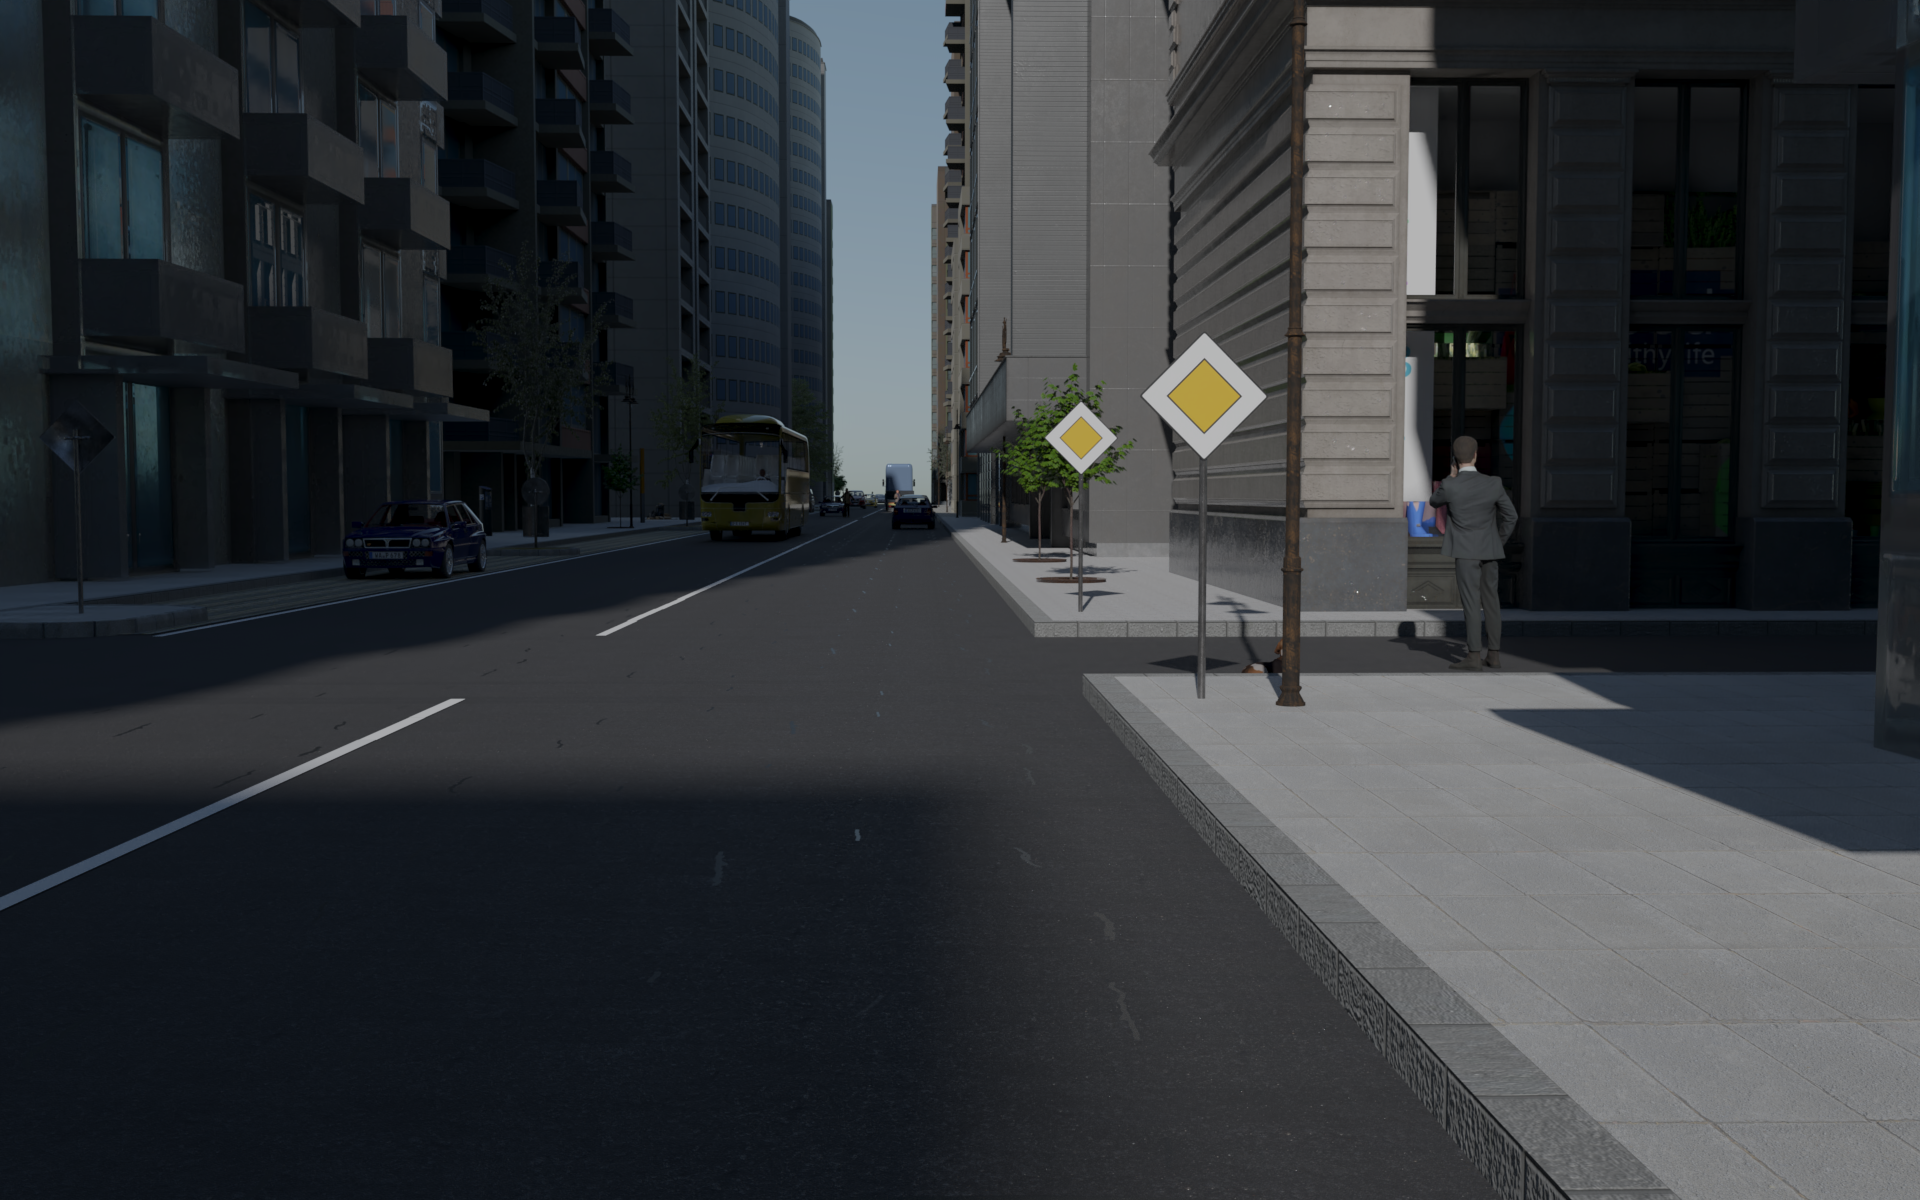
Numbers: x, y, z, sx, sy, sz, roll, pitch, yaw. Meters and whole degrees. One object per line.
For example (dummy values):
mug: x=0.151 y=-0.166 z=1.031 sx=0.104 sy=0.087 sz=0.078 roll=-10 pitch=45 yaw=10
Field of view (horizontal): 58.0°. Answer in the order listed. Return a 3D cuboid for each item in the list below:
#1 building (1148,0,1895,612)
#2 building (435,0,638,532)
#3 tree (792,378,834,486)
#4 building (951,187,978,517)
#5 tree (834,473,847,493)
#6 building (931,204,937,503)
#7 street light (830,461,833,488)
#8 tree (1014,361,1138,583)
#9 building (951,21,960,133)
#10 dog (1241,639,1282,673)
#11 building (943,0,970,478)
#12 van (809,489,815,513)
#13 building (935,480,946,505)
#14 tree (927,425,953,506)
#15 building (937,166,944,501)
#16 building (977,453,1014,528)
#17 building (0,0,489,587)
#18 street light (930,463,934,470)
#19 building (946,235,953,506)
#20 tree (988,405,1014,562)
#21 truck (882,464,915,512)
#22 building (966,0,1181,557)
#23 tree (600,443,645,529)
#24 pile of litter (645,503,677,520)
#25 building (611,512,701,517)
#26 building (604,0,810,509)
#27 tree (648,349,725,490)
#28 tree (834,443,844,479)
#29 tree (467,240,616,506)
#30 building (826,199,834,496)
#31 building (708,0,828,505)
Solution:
building: x=12.785 y=-11.883 z=23.163 sx=19.941 sy=23.489 sz=11.050 roll=0 pitch=4 yaw=-1
building: x=-25.378 y=-25.364 z=69.326 sx=22.147 sy=44.769 sz=28.867 roll=0 pitch=4 yaw=-1
tree: x=-16.250 y=-15.399 z=169.904 sx=7.486 sy=12.596 sz=7.792 roll=0 pitch=3 yaw=0
building: x=13.558 y=-16.352 z=112.391 sx=27.650 sy=21.520 sz=28.899 roll=0 pitch=4 yaw=-1
tree: x=-17.896 y=-16.347 z=250.985 sx=4.285 sy=4.588 sz=4.351 roll=0 pitch=3 yaw=0
building: x=2.916 y=-34.400 z=246.028 sx=14.154 sy=41.232 sz=14.086 roll=0 pitch=4 yaw=-1
street light: x=-16.834 y=-15.572 z=227.387 sx=0.468 sy=5.910 sz=1.993 roll=0 pitch=4 yaw=-1
tree: x=1.763 y=-1.876 z=25.267 sx=1.663 sy=3.219 sz=1.824 roll=0 pitch=3 yaw=0
building: x=6.191 y=-31.344 z=162.581 sx=14.600 sy=45.320 sz=14.200 roll=0 pitch=4 yaw=-1
dog: x=2.295 y=0.436 z=13.069 sx=0.748 sy=0.427 sz=0.550 roll=1 pitch=4 yaw=14
building: x=9.794 y=-29.741 z=140.885 sx=22.147 sy=44.769 sz=28.867 roll=0 pitch=4 yaw=-1
van: x=-12.173 y=-7.761 z=133.898 sx=2.013 sy=2.044 sz=4.112 roll=0 pitch=4 yaw=-2
building: x=12.930 y=-31.801 z=211.819 sx=32.217 sy=40.220 sz=23.993 roll=0 pitch=4 yaw=-1
tree: x=-1.347 y=-14.085 z=180.655 sx=4.360 sy=8.622 sz=3.978 roll=0 pitch=3 yaw=0
building: x=3.879 y=-35.513 z=230.749 sx=14.600 sy=45.320 sz=14.200 roll=0 pitch=4 yaw=-1
building: x=6.680 y=-18.446 z=79.083 sx=11.434 sy=29.767 sz=29.804 roll=0 pitch=4 yaw=-1
building: x=-22.980 y=-25.201 z=31.653 sx=23.786 sy=49.044 sz=30.456 roll=0 pitch=4 yaw=-1
street light: x=-2.990 y=-14.120 z=203.647 sx=0.468 sy=5.910 sz=1.993 roll=0 pitch=4 yaw=-1
building: x=5.474 y=-25.736 z=192.488 sx=14.160 sy=30.474 sz=14.107 roll=0 pitch=4 yaw=-1
tree: x=1.567 y=-2.326 z=32.625 sx=1.663 sy=3.219 sz=1.824 roll=0 pitch=3 yaw=0
truck: x=-5.076 y=-9.652 z=147.562 sx=2.967 sy=4.110 sz=18.799 roll=0 pitch=4 yaw=-3
building: x=7.713 y=-14.086 z=49.379 sx=14.314 sy=24.678 sz=30.058 roll=0 pitch=4 yaw=-1
tree: x=-12.612 y=-4.302 z=64.939 sx=1.663 sy=3.219 sz=1.824 roll=0 pitch=3 yaw=0
pile of litter: x=-15.020 y=-4.478 z=87.181 sx=1.719 sy=0.858 sz=1.176 roll=0 pitch=4 yaw=-3
building: x=-23.541 y=-40.646 z=102.812 sx=20.563 sy=71.187 sz=20.611 roll=0 pitch=4 yaw=-1
building: x=-26.865 y=-45.755 z=186.342 sx=20.563 sy=71.187 sz=20.611 roll=0 pitch=4 yaw=-1
tree: x=-13.999 y=-8.450 z=88.527 sx=4.737 sy=8.622 sz=4.395 roll=0 pitch=3 yaw=0
tree: x=-18.164 y=-18.018 z=244.962 sx=4.360 sy=8.622 sz=3.978 roll=0 pitch=3 yaw=0
tree: x=-12.482 y=-6.177 z=51.356 sx=4.360 sy=8.622 sz=3.978 roll=0 pitch=3 yaw=0
building: x=-24.396 y=-33.627 z=233.399 sx=14.154 sy=41.232 sz=14.086 roll=0 pitch=4 yaw=-1
building: x=-27.509 y=-40.958 z=211.660 sx=21.231 sy=58.520 sz=28.212 roll=0 pitch=4 yaw=-1
